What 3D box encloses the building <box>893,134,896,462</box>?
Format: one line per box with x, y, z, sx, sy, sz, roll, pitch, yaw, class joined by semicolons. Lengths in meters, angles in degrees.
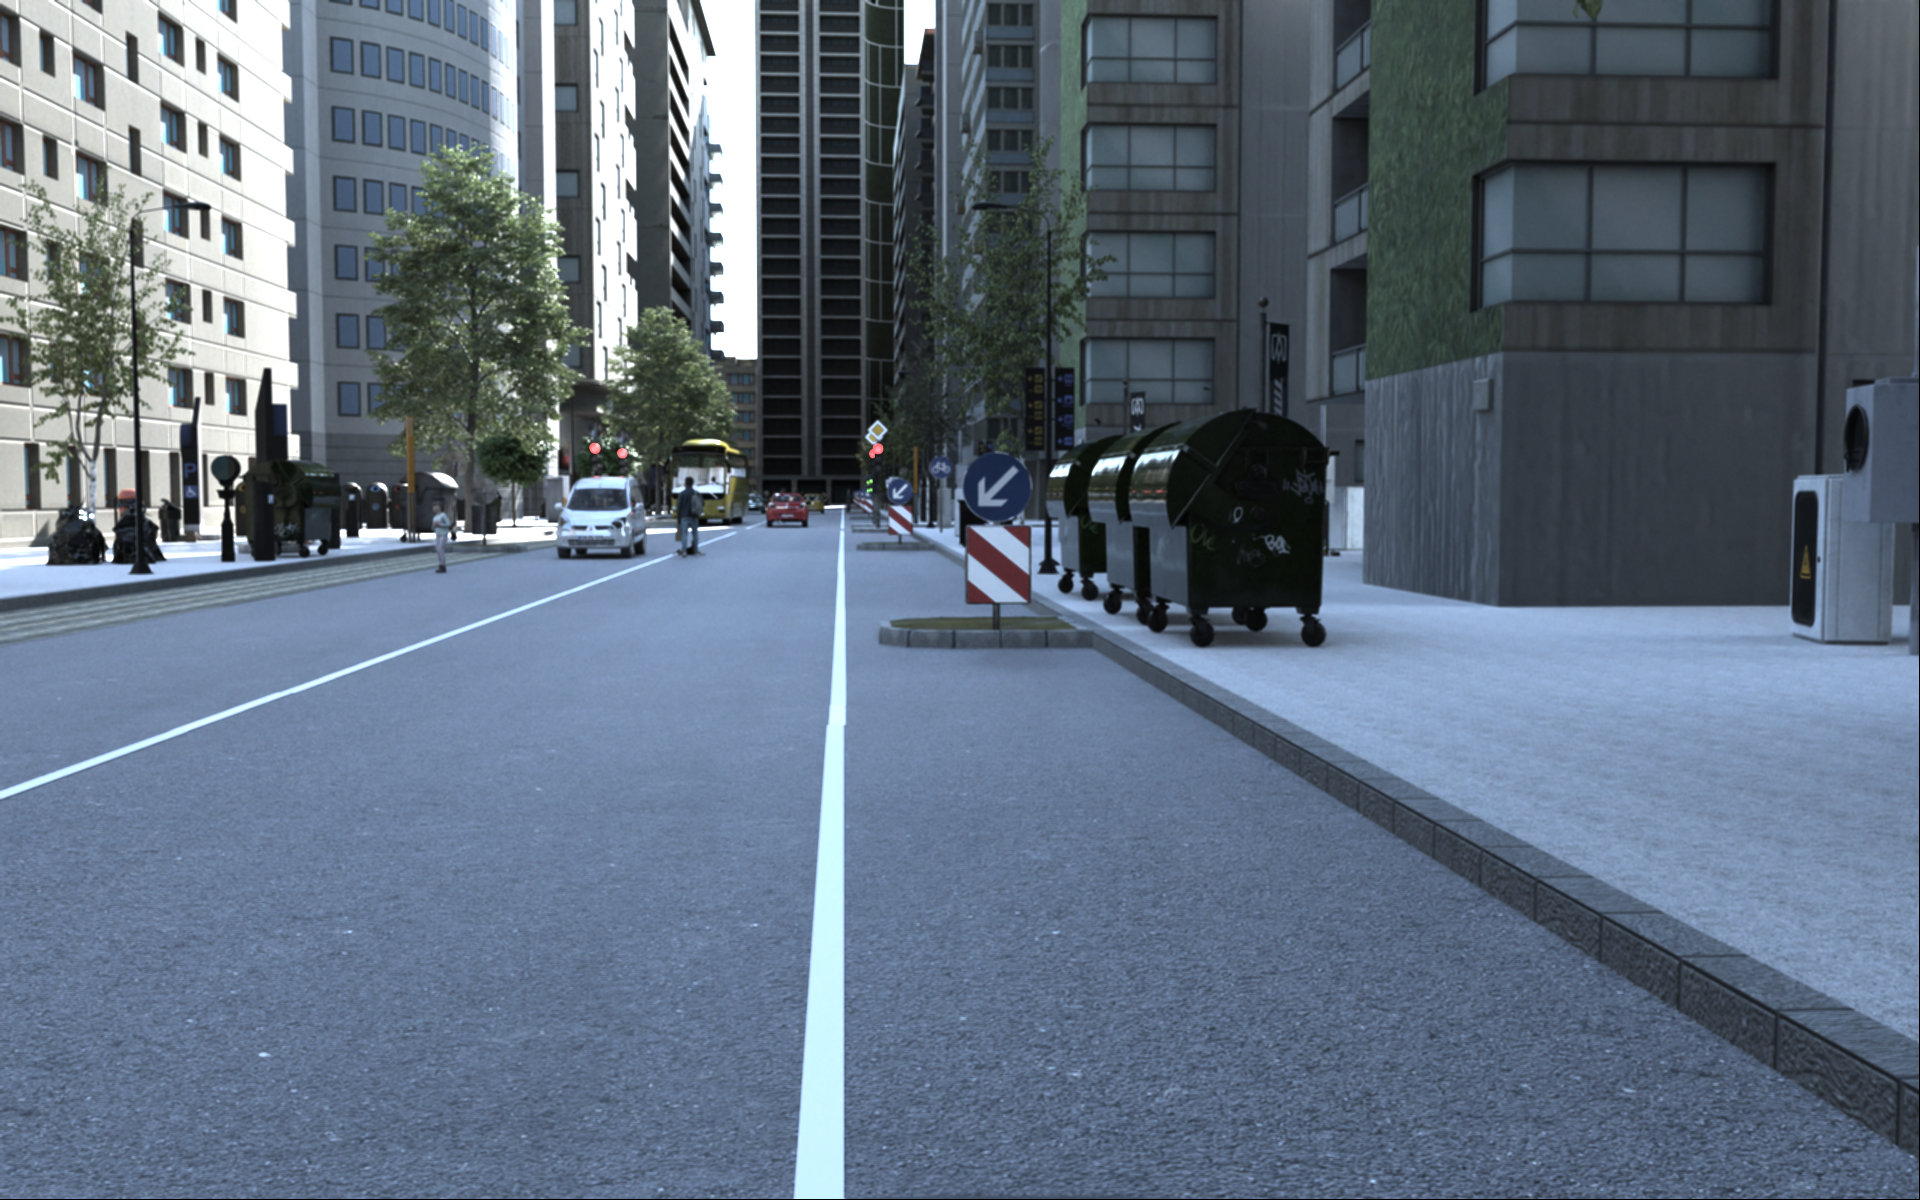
2.892;-35.918;210.958;21.300;48.544;21.600;0;4;-4;building

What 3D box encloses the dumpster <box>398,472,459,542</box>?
-14.347;-2.505;46.722;1.264;1.857;1.865;0;4;-4;dumpster

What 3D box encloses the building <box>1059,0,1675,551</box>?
9.543;-22.261;47.566;14.154;41.232;14.086;0;4;-4;building

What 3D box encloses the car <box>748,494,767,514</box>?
-15.194;-7.055;127.153;2.131;1.459;4.920;0;4;-5;car

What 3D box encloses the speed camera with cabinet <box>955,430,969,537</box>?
0.166;-3.591;53.055;0.660;3.252;2.038;0;4;2;speed camera with cabinet

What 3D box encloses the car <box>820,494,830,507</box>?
-16.074;-11.680;200.752;2.009;1.686;4.222;0;4;-3;car

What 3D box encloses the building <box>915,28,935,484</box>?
7.072;-31.131;163.614;22.147;44.769;28.867;0;4;-4;building

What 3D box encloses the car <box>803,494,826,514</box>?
-10.888;-7.192;127.808;2.015;1.641;3.980;0;4;-5;car

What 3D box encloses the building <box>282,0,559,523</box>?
-33.275;-33.302;86.487;21.231;58.520;28.212;0;4;-4;building

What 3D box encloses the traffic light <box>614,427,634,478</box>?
-14.089;-5.119;72.619;0.839;4.253;0.868;0;4;-4;traffic light

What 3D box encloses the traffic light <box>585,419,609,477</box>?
-13.553;-4.632;64.652;0.839;4.253;0.868;0;4;-4;traffic light

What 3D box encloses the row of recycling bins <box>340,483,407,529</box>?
-21.224;-3.498;64.311;3.534;1.692;1.069;-1;4;-11;row of recycling bins

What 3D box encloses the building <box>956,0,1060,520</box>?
12.319;-24.429;91.295;23.993;40.220;32.217;0;4;-4;building

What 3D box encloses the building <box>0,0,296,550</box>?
-37.005;-12.318;46.447;28.899;21.520;27.650;0;4;-4;building

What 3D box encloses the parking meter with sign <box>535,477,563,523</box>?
-17.797;-4.885;76.136;1.738;3.016;0.543;-1;4;-20;parking meter with sign

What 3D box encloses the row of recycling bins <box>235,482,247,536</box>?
-20.593;-2.778;52.530;3.534;1.692;1.069;2;4;27;row of recycling bins

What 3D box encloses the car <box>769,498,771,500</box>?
-17.184;-9.475;165.146;2.015;1.641;3.980;0;4;-3;car

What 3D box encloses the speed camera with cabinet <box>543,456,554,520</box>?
-20.027;-5.598;85.863;0.660;3.252;2.038;-2;4;-35;speed camera with cabinet

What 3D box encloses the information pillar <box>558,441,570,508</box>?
-17.564;-5.231;76.875;0.504;3.616;0.183;-2;4;-26;information pillar

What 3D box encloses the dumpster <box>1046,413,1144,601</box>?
1.920;-1.167;21.579;1.502;2.255;1.985;0;4;-4;dumpster

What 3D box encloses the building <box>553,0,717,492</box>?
-40.504;-36.195;181.029;28.713;52.752;27.495;0;4;-4;building

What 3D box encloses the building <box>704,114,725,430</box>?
-43.682;-35.890;206.403;30.456;49.044;23.786;0;4;-4;building

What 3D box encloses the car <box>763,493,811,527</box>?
-7.628;-4.123;76.443;2.155;1.783;4.494;0;4;-6;car

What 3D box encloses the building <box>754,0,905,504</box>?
-17.960;-49.233;243.217;20.611;71.187;20.563;0;4;-4;building

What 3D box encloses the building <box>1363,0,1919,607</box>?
12.649;-20.923;25.680;14.154;41.232;14.086;0;4;-4;building

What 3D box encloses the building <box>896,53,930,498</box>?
4.299;-34.548;188.556;21.300;48.544;21.600;0;4;-4;building

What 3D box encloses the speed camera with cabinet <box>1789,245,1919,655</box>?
7.606;-1.238;14.576;0.660;3.252;2.038;1;4;10;speed camera with cabinet

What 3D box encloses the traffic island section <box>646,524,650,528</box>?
-14.130;-3.087;72.751;2.009;0.180;2.903;0;4;-4;traffic island section

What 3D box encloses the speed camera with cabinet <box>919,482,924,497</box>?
-3.092;-7.743;120.926;0.660;3.252;2.038;1;4;17;speed camera with cabinet

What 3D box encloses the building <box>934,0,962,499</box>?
8.678;-35.490;122.265;21.231;58.520;28.212;0;4;-4;building

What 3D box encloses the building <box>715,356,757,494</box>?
-42.901;-24.565;246.682;28.899;21.520;27.650;0;4;-4;building

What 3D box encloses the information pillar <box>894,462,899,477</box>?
-4.834;-8.436;129.282;0.183;3.616;0.504;0;4;7;information pillar

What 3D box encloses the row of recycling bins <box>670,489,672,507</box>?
-21.898;-8.067;139.014;3.534;1.692;1.069;-2;4;-24;row of recycling bins

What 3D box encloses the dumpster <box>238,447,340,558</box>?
-13.720;-2.016;35.452;1.502;2.255;1.985;0;4;-4;dumpster

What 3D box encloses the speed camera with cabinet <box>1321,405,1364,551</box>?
8.512;-2.751;39.317;2.038;3.252;0.660;-3;5;-40;speed camera with cabinet

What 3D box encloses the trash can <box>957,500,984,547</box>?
0.293;-1.860;42.072;0.748;1.137;0.748;0;3;0;trash can

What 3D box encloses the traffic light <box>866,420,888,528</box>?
-3.116;-4.676;65.368;0.839;4.253;0.868;0;4;-4;traffic light

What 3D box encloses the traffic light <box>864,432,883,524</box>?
-3.652;-5.163;73.335;0.839;4.253;0.868;0;4;-4;traffic light

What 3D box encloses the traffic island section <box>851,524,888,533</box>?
-3.075;-2.642;65.485;2.009;0.180;2.903;0;4;-4;traffic island section

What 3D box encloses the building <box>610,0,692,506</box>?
-35.975;-32.612;156.904;21.300;48.544;21.600;0;4;-4;building

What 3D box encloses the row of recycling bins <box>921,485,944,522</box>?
-1.288;-4.558;81.637;1.069;1.692;3.534;0;4;6;row of recycling bins
